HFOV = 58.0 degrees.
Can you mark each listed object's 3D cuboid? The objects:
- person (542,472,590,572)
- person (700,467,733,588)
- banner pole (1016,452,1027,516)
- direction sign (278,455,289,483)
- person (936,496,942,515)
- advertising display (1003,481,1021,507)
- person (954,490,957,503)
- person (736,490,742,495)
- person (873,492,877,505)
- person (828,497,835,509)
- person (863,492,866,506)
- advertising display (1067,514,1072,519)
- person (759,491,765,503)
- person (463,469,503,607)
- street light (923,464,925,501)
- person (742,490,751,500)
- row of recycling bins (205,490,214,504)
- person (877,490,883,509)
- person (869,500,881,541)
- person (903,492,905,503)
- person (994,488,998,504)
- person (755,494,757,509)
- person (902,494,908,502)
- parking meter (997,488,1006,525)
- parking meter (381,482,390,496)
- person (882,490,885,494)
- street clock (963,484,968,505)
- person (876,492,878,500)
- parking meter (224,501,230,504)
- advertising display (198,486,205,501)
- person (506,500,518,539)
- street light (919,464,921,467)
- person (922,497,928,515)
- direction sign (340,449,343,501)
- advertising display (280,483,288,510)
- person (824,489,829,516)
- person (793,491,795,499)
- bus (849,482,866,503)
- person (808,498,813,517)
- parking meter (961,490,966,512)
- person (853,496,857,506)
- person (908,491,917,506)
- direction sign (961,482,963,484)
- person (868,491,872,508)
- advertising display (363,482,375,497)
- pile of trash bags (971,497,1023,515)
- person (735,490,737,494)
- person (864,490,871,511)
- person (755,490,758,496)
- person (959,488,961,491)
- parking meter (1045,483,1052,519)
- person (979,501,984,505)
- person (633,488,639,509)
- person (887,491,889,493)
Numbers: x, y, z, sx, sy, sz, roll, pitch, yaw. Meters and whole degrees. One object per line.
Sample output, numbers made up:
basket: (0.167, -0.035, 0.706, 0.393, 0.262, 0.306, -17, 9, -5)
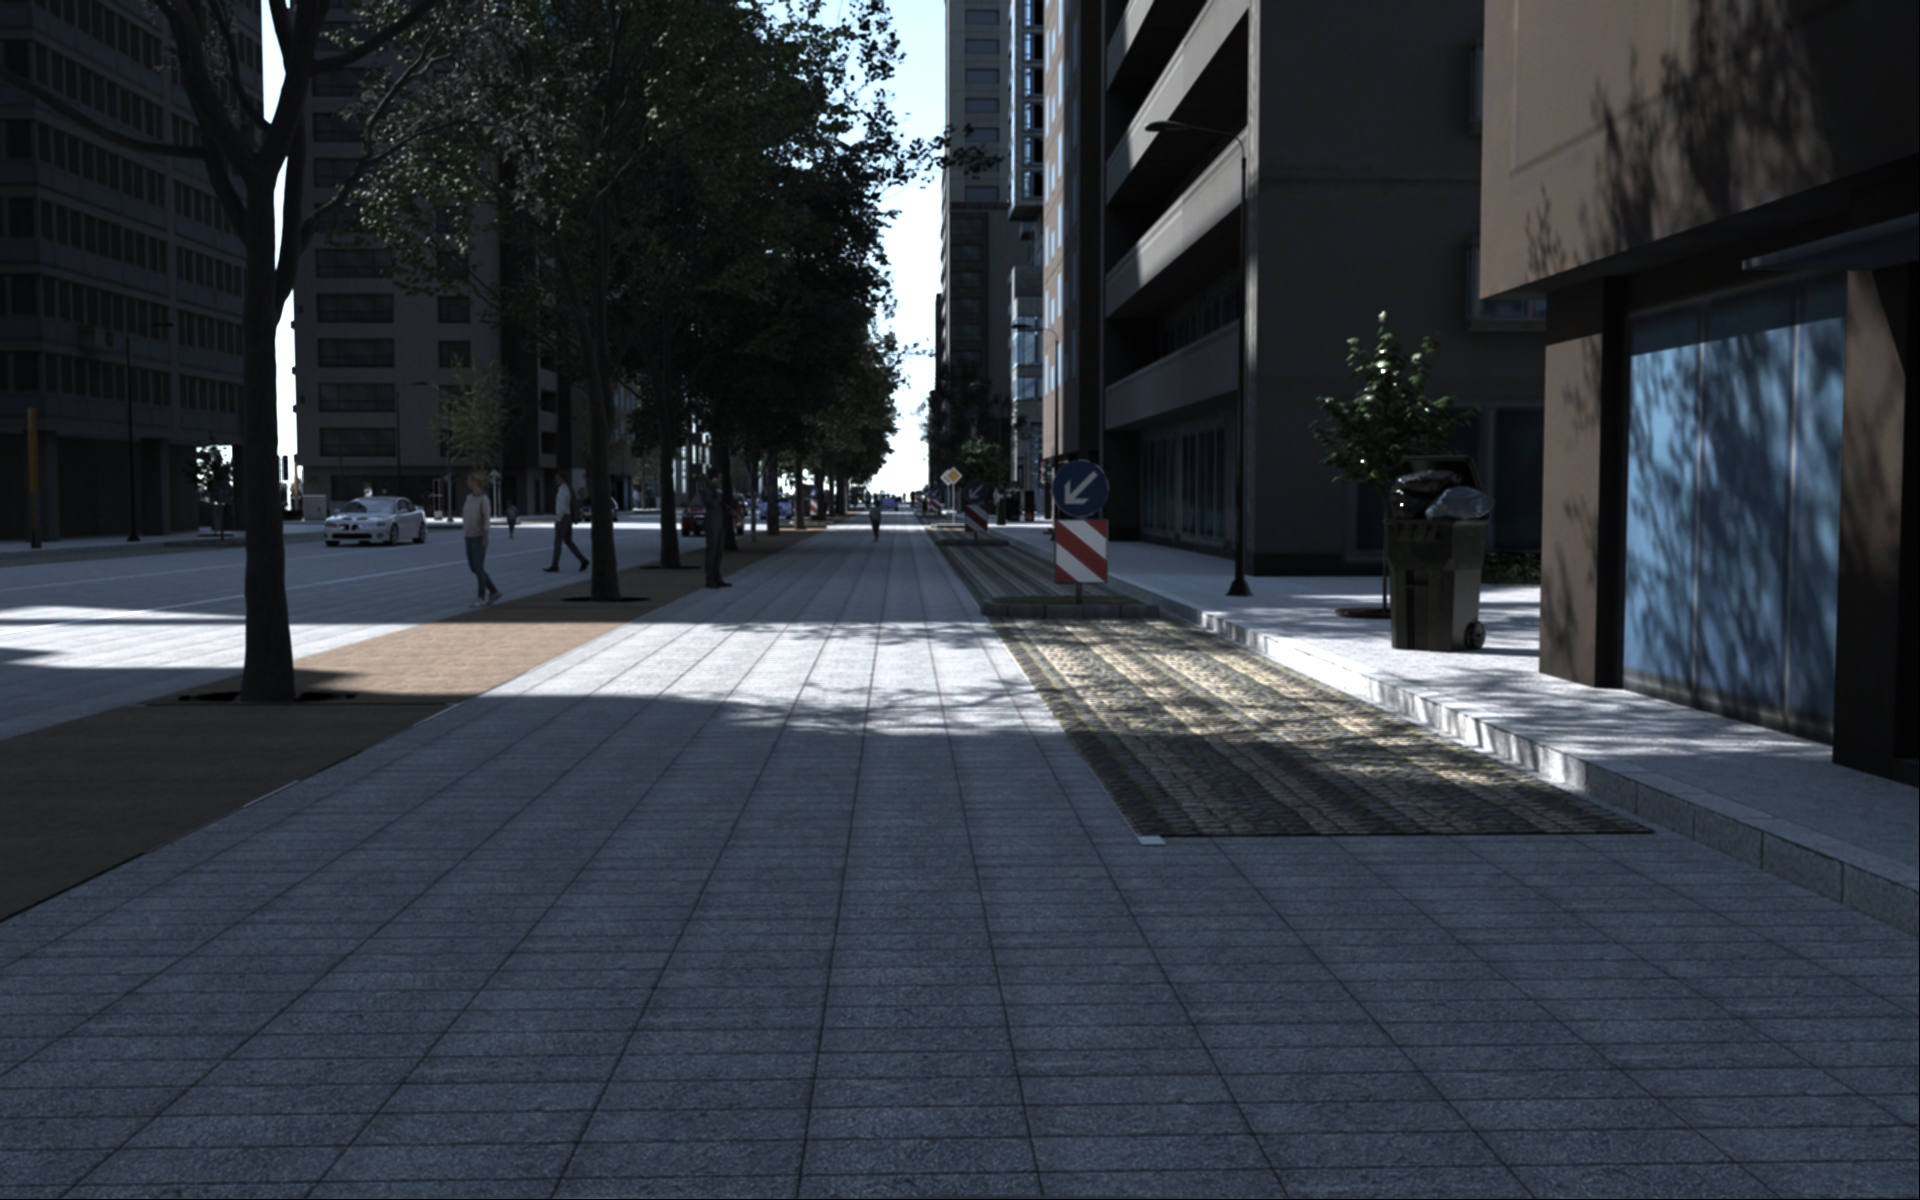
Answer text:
person: (-7.271, -1.428, 31.941, 0.850, 1.850, 0.679, 0, 4, -3)
person: (-3.691, -1.114, 26.519, 0.447, 1.846, 0.655, 1, 4, 14)
banner pole: (3.745, -6.939, 103.474, 0.863, 3.779, 0.401, 2, 4, 30)
direction sign: (-39.438, -6.648, 100.699, 0.876, 3.537, 0.379, 0, 4, 8)
person: (-1.329, -6.037, 107.690, 0.515, 1.767, 0.782, 0, 4, 7)
advertising display: (2.556, -4.920, 85.662, 0.974, 1.923, 0.123, -2, 4, -31)
person: (-0.302, -8.370, 143.563, 0.598, 1.740, 0.731, -2, 4, -28)
person: (-19.665, -8.935, 154.430, 0.661, 1.843, 0.795, 0, 4, 3)
person: (-10.823, -12.872, 219.882, 0.541, 1.710, 0.530, 3, 5, 44)
person: (-12.829, -9.877, 170.518, 1.217, 1.766, 0.721, -3, 4, -36)
person: (-11.574, -12.602, 215.365, 1.217, 1.723, 0.721, 2, 4, 32)
advertising display: (2.826, -2.412, 44.658, 0.123, 1.923, 0.974, 0, 4, 2)
person: (-29.804, -15.540, 260.845, 0.721, 1.735, 1.217, 3, 5, 40)
person: (-6.104, -0.791, 22.103, 0.731, 1.740, 0.598, 3, 4, 37)
street light: (-3.377, -14.373, 207.534, 1.470, 5.913, 1.316, 0, 4, -2)
person: (-19.620, -9.110, 157.543, 1.348, 1.812, 0.705, -2, 4, -35)
row of recycling bins: (-62.372, -8.266, 142.258, 1.069, 1.692, 3.534, 0, 4, 5)
person: (-6.358, -7.869, 137.508, 0.444, 1.785, 0.601, -2, 4, -24)
person: (-2.564, -2.400, 52.422, 0.332, 1.250, 0.352, 2, 4, 34)
person: (-8.966, -16.262, 275.106, 0.721, 1.736, 1.217, 0, 4, -6)
person: (2.518, -7.035, 121.809, 0.760, 1.731, 0.466, 0, 4, 2)
person: (-19.853, -9.540, 167.719, 0.421, 1.427, 0.697, -2, 4, -34)
person: (-9.550, -17.718, 298.267, 1.350, 1.814, 0.705, 1, 4, 20)
parking meter: (1.694, -3.850, 71.357, 0.372, 1.533, 0.369, 0, 3, 0)
parking meter: (-28.533, -4.910, 85.992, 0.399, 1.863, 0.255, -1, 4, -11)
person: (-7.513, -9.967, 171.420, 1.348, 1.831, 0.705, -2, 4, -32)
street clock: (0.404, -6.043, 103.371, 0.471, 2.002, 0.358, 0, 4, -3)
person: (-11.994, -14.555, 247.273, 0.742, 1.727, 0.445, 2, 4, 27)
parking meter: (-44.025, -5.848, 104.026, 0.372, 1.533, 0.369, 0, 3, 0)
advertising display: (-54.846, -7.303, 124.617, 0.974, 1.923, 0.123, 0, 4, 1)
person: (-14.403, -2.598, 55.662, 0.332, 1.250, 0.352, 3, 5, 41)
street light: (-4.610, -16.378, 240.314, 1.470, 5.913, 1.316, 0, 4, -2)
person: (-2.141, -5.700, 106.361, 0.362, 1.253, 0.373, 3, 5, 39)
direction sign: (-31.435, -5.873, 88.014, 0.379, 3.537, 0.876, -1, 4, -20)
advertising display: (-38.282, -5.665, 97.841, 0.123, 1.923, 0.974, 0, 4, 7)
person: (-8.516, -6.209, 110.505, 0.782, 1.767, 0.515, 2, 4, 30)
person: (-14.348, -8.769, 152.063, 0.709, 1.800, 0.728, 0, 4, 7)
bus: (-17.185, -18.329, 291.231, 2.896, 3.916, 12.252, 0, 4, -1)
person: (-8.757, -5.712, 102.380, 0.515, 1.767, 0.782, -1, 4, -8)
parking meter: (0.207, -6.965, 122.285, 0.372, 1.533, 0.369, 0, 3, 0)
person: (-12.213, -11.824, 201.759, 0.705, 1.831, 1.348, 1, 4, 21)
person: (-5.288, -11.368, 194.327, 1.348, 1.831, 0.705, 1, 4, 20)
direction sign: (0.297, -8.435, 129.917, 0.379, 3.537, 0.876, 2, 4, 28)
person: (-8.992, -9.949, 172.108, 0.436, 1.711, 0.756, 3, 4, 36)
advertising display: (-30.882, -5.217, 90.512, 0.974, 1.923, 0.123, 3, 5, 43)
pile of trash bags: (2.080, -5.980, 107.531, 3.447, 1.369, 1.912, -2, 4, -28)
person: (-29.618, -13.642, 229.068, 1.348, 1.826, 0.705, -3, 5, -42)
person: (-7.866, -8.497, 147.448, 0.620, 1.820, 0.660, 3, 5, 44)
person: (-29.598, -14.968, 250.636, 0.709, 1.838, 0.599, -3, 5, -40)
person: (0.063, -7.137, 123.301, 0.524, 1.755, 0.480, 3, 4, 37)
parking meter: (4.463, -5.017, 87.737, 0.255, 1.863, 0.399, 1, 4, 22)
person: (1.549, -7.529, 129.328, 0.466, 1.800, 0.511, 3, 5, 42)
person: (-27.927, -8.760, 149.535, 0.793, 1.790, 0.793, 1, 4, 11)
person: (-10.527, -14.971, 253.290, 0.705, 1.821, 1.348, -2, 4, -30)
